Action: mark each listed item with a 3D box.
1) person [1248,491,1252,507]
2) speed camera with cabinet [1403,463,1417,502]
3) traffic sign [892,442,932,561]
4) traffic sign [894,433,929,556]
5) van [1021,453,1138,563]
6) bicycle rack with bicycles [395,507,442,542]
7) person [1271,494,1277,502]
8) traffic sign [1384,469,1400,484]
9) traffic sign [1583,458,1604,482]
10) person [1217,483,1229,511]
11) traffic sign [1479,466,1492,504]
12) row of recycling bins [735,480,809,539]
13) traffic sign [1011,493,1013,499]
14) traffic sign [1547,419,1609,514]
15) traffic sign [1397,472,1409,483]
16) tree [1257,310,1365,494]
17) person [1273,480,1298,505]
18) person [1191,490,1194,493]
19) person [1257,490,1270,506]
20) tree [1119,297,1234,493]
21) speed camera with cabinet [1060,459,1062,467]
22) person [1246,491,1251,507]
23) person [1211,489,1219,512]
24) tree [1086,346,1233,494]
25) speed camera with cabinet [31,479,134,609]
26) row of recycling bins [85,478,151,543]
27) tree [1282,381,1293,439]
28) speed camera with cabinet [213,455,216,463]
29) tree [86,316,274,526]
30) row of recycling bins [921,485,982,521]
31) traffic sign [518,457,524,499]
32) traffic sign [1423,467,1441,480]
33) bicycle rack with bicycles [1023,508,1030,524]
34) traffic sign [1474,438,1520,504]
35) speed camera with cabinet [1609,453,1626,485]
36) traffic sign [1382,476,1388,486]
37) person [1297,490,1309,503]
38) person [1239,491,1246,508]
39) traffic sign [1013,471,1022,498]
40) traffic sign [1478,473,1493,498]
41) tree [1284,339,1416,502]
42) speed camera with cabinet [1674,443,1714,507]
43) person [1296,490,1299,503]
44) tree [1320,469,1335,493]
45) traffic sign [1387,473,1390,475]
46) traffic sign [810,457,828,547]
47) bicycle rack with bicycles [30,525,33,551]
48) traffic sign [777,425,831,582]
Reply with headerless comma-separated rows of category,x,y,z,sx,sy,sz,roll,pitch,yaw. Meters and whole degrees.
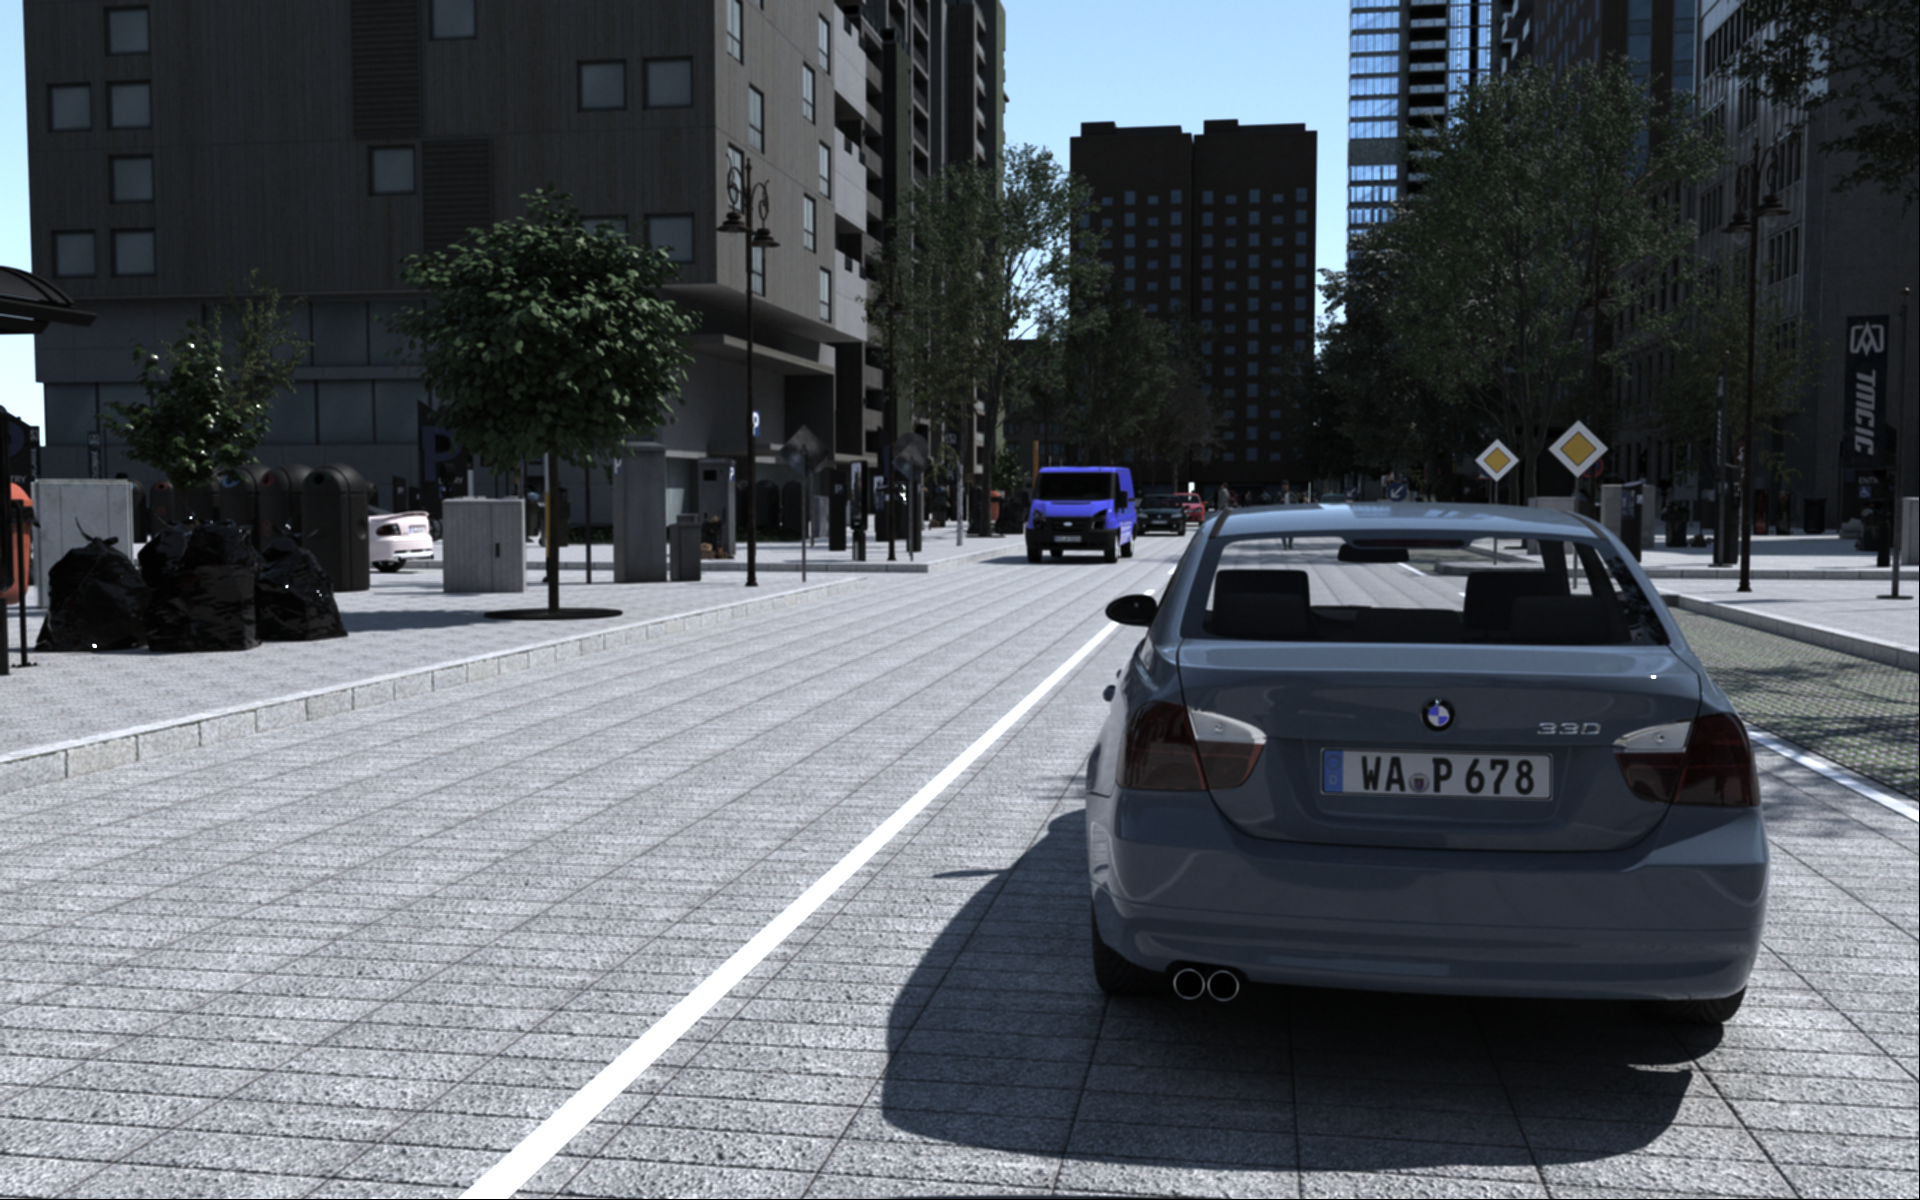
person,26.713,-9.209,159.989,0.530,1.710,0.541,-1,4,-13
speed camera with cabinet,26.408,-6.586,102.012,2.038,3.252,0.660,-3,5,-40
traffic sign,-0.921,-1.800,33.065,0.795,2.450,0.064,1,4,10
traffic sign,-1.020,-2.191,35.922,0.768,2.556,0.104,1,4,11
van,2.684,-2.040,37.744,2.240,2.365,5.245,1,4,11
bicycle rack with bicycles,-15.153,-2.015,46.325,2.852,0.926,2.925,3,5,40
person,27.593,-8.515,150.983,1.065,1.426,0.557,0,4,-3
traffic sign,22.862,-5.604,91.623,0.884,2.594,0.081,1,4,13
traffic sign,19.868,-3.333,54.598,0.768,2.556,0.104,1,4,13
person,8.593,-2.945,56.839,0.473,1.802,0.592,3,5,43
traffic sign,16.949,-3.377,55.316,0.768,2.556,0.104,1,4,18
row of recycling bins,-5.937,-2.631,50.126,3.534,1.692,1.069,2,4,26
traffic sign,2.516,-5.117,83.767,0.768,2.556,0.104,1,4,10
traffic sign,8.316,-1.206,23.364,0.795,2.450,0.064,1,4,10
traffic sign,24.954,-5.980,97.877,0.768,2.556,0.104,1,4,17
tree,37.029,-19.725,178.386,12.611,20.169,13.585,0,3,0
person,8.299,-2.153,44.046,0.623,1.781,0.721,-1,4,-13
person,18.201,-7.677,134.708,0.721,1.739,1.217,1,4,18
person,27.644,-9.105,157.359,1.348,1.826,0.705,3,5,42
tree,20.411,-19.187,169.593,12.611,20.169,13.585,0,3,0
speed camera with cabinet,5.612,-6.436,99.571,0.660,3.252,2.038,0,4,3
person,25.433,-8.785,152.861,0.721,1.735,1.217,2,4,28
person,20.303,-7.899,137.670,0.705,1.821,1.348,-1,4,-15
tree,15.449,-13.912,137.823,12.009,13.543,11.850,0,3,0
speed camera with cabinet,-10.416,-1.530,19.351,2.038,3.252,0.660,-2,4,-32
row of recycling bins,-21.391,-2.351,45.549,3.534,1.692,1.069,-1,4,-17
tree,31.732,-14.505,143.818,9.857,13.997,8.962,0,3,0
speed camera with cabinet,-24.070,-3.879,57.759,2.038,3.252,0.660,0,4,-1
tree,-8.306,-1.488,18.936,1.663,3.219,1.824,0,3,0
row of recycling bins,-0.550,-4.651,83.160,3.534,1.692,1.069,0,4,7
traffic sign,-6.487,-1.557,25.570,0.768,2.556,0.104,1,4,15
traffic sign,21.155,-4.744,77.674,0.768,2.556,0.104,1,4,14
bicycle rack with bicycles,3.151,-3.673,73.434,2.852,0.926,2.925,-2,4,-28
traffic sign,9.666,-1.688,31.235,0.795,2.450,0.064,1,4,10
speed camera with cabinet,30.603,-5.371,82.150,2.038,3.252,0.660,-2,4,-24
traffic sign,23.388,-5.675,94.923,0.606,2.300,0.079,1,4,14
person,30.580,-8.961,155.023,1.348,1.823,0.705,2,4,29
person,24.128,-8.485,148.050,0.721,1.723,1.217,-1,4,-16
traffic sign,2.565,-5.035,82.430,0.768,2.556,0.104,1,4,19
traffic sign,19.954,-4.010,65.567,0.884,2.594,0.081,1,4,13
tree,28.576,-12.718,124.945,9.611,12.733,9.660,0,3,0
speed camera with cabinet,28.365,-4.386,66.044,2.038,3.252,0.660,0,4,-2
person,32.559,-9.697,167.053,0.705,1.823,1.348,1,4,9
tree,35.608,-13.229,166.659,4.360,8.622,3.978,0,3,0
traffic sign,26.136,-6.412,104.948,0.768,2.556,0.104,1,4,15
traffic sign,-3.606,-2.576,42.217,0.768,2.556,0.104,1,4,14
bicycle rack with bicycles,-21.046,-1.560,38.888,2.852,0.926,2.925,0,4,-4
traffic sign,-2.271,-1.318,25.194,0.795,2.450,0.064,1,4,10
